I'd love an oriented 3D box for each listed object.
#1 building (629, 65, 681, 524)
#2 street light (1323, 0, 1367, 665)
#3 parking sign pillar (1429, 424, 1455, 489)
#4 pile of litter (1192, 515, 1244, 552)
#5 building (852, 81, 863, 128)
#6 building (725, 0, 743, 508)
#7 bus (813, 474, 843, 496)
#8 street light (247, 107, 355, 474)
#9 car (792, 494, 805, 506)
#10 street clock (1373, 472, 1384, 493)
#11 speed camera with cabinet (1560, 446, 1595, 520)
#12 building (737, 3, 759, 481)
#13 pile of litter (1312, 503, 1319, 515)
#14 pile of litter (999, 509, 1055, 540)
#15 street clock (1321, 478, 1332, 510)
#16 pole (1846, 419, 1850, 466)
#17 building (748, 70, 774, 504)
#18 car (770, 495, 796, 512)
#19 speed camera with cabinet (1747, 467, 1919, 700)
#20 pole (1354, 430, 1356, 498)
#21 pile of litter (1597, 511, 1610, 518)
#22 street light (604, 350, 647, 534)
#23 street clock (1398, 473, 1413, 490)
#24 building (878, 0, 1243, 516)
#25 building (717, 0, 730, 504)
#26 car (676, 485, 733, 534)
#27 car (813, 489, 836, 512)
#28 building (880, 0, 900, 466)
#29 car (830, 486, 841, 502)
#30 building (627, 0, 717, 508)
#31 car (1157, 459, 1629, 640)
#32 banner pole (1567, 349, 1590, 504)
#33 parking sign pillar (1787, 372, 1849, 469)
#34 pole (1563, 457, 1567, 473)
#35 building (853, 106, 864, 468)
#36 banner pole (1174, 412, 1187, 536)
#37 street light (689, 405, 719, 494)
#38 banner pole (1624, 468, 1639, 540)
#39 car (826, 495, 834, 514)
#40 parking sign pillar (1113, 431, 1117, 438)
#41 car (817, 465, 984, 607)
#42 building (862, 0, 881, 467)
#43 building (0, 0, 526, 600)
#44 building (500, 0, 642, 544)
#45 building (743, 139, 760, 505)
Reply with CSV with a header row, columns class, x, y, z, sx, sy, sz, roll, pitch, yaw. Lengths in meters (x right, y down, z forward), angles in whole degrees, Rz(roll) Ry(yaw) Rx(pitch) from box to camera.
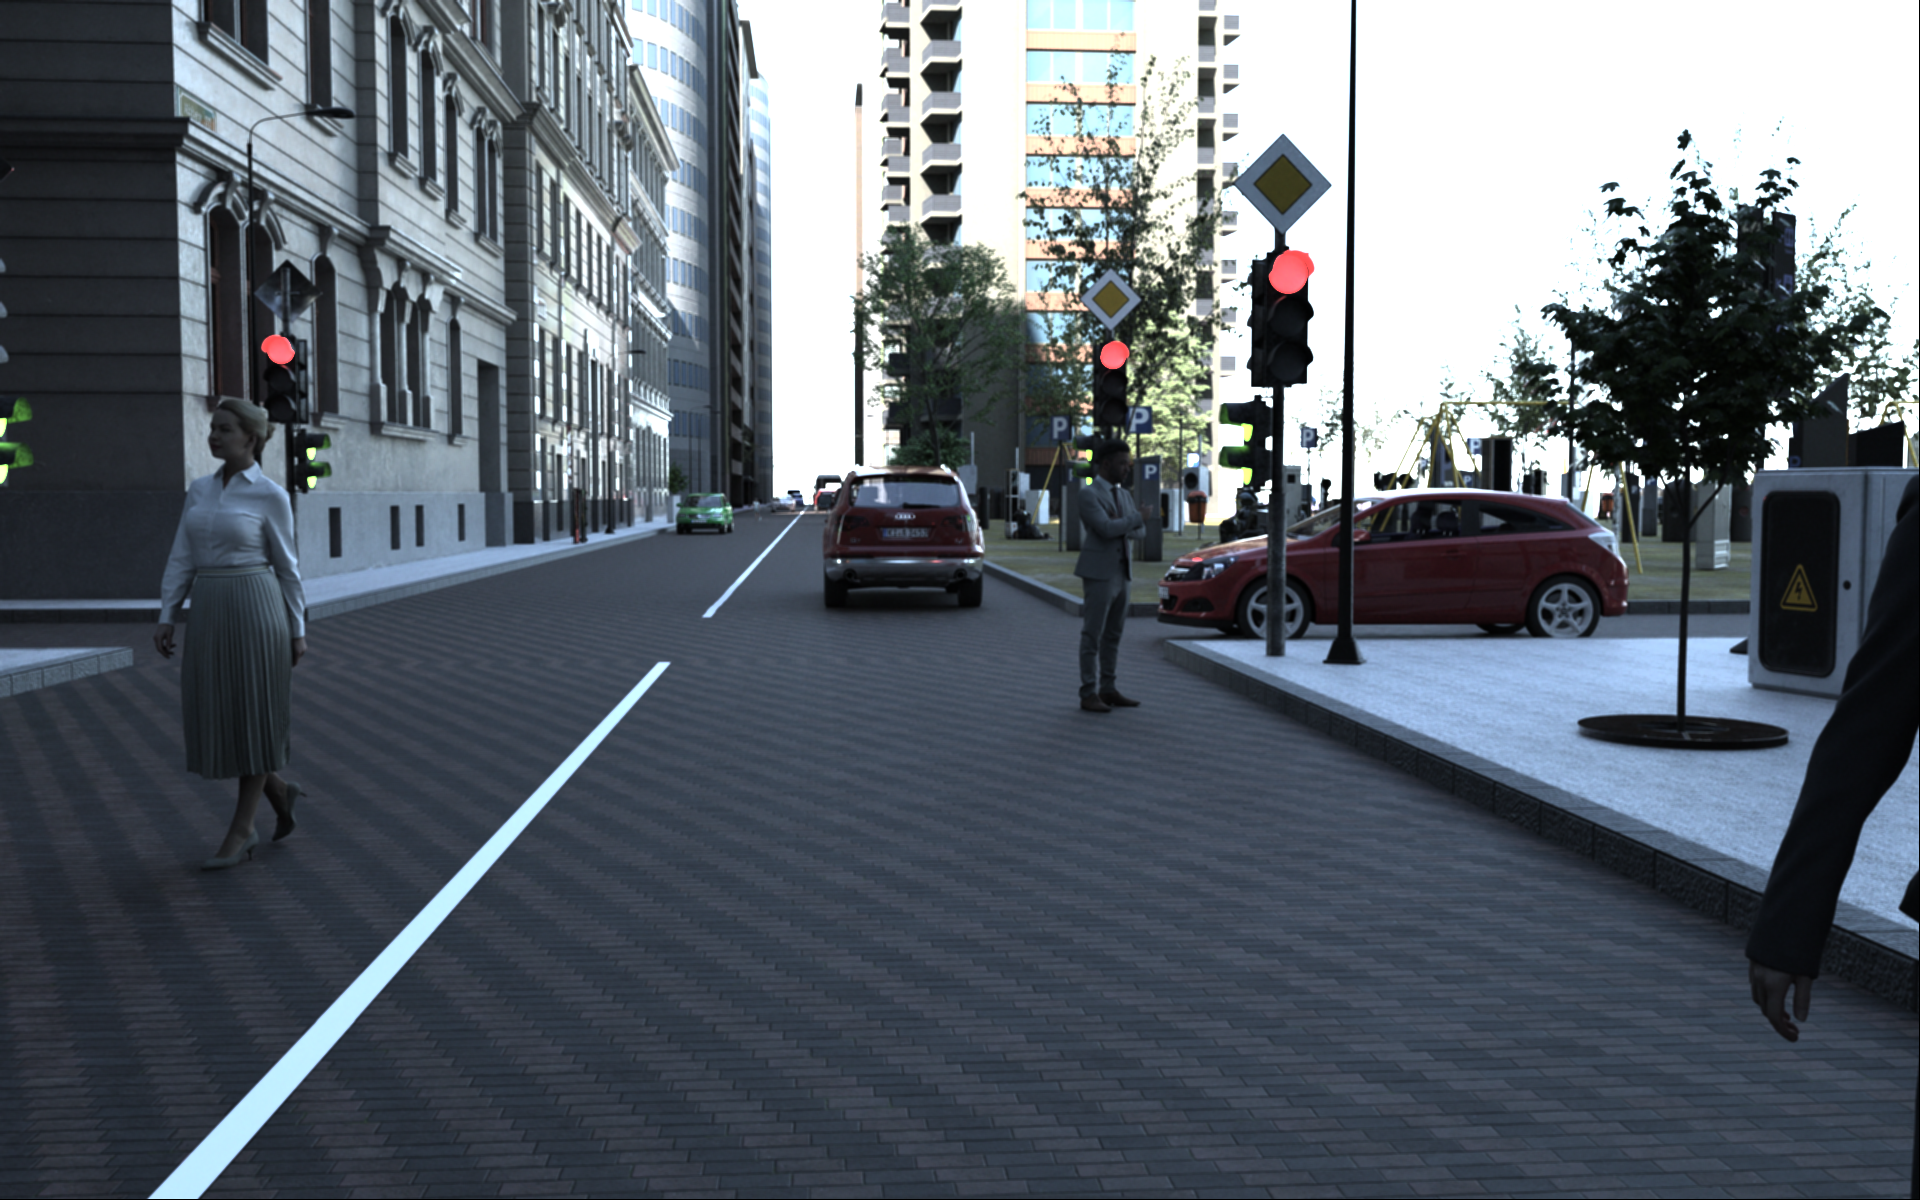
class,x,y,z,sx,sy,sz,roll,pitch,yaw
building,-19.237,-14.820,78.459,11.583,22.565,21.152,0,4,-5
street light,2.391,-2.473,12.973,1.470,5.913,1.316,0,4,-5
parking sign pillar,18.584,-4.787,66.735,1.447,3.967,1.447,3,5,44
pile of litter,5.269,-1.313,35.440,1.176,0.858,1.719,2,4,35
building,1.132,-38.475,218.307,28.713,52.752,27.495,0,4,-5
building,-29.938,-32.085,148.285,21.300,48.544,21.600,0,4,-5
bus,-12.514,-10.386,164.672,2.948,3.499,13.247,0,4,-5
street light,-7.959,-2.958,20.910,1.470,5.913,1.316,0,4,-5
car,-18.967,-11.744,201.604,1.945,1.707,3.694,0,4,-6
street clock,13.987,-3.260,57.875,0.358,2.002,0.471,3,4,36
speed camera with cabinet,25.614,-4.740,71.842,2.038,3.252,0.660,-3,5,-45
building,-36.854,-36.806,191.023,28.713,52.752,27.495,0,4,-5
pile of litter,20.489,-5.152,98.206,1.719,0.858,1.176,3,4,39
pile of litter,1.914,-2.154,49.184,1.176,0.858,1.719,-3,5,-39
street clock,16.790,-4.575,79.371,0.471,2.002,0.358,3,5,44
pole,23.934,-3.242,46.846,0.158,3.312,0.155,0,3,0
building,-36.164,-42.288,233.411,21.231,58.520,28.212,0,4,-5
car,-14.017,-7.644,137.339,2.083,1.381,4.827,0,4,-5
speed camera with cabinet,5.778,-0.991,10.534,0.660,3.252,2.038,-1,4,-17
pole,12.576,-3.772,55.523,0.158,3.312,0.155,0,3,0
pile of litter,34.324,-4.749,91.616,1.719,0.858,1.176,-3,5,-43
street light,-10.784,-5.095,55.840,1.470,5.913,1.316,0,4,-5
street clock,15.161,-3.331,59.026,0.471,2.002,0.358,0,4,-3
building,5.909,-28.106,114.154,22.147,44.769,28.867,0,4,-5
building,-24.960,-27.340,130.600,14.154,41.232,14.086,0,4,-5
car,-9.324,-3.339,63.391,1.959,1.807,4.718,0,4,-3
car,-10.479,-7.859,137.163,2.281,1.827,5.304,0,4,-6
building,0.710,-27.678,136.132,14.154,41.232,14.086,0,4,-5
car,-5.129,-4.502,82.283,2.281,1.827,5.304,0,4,-5
building,-26.481,-34.610,107.880,21.231,58.520,28.212,0,4,-5
car,4.172,-0.484,16.950,4.494,1.783,2.155,0,4,-3
banner pole,8.523,-2.072,23.894,0.401,3.779,0.863,3,5,42
parking sign pillar,18.900,-3.042,38.205,1.447,3.967,1.447,-1,4,-21
pole,33.440,-6.235,95.778,0.158,3.312,0.155,0,3,0
building,-5.060,-33.434,196.763,14.600,45.320,14.200,0,4,-5
banner pole,6.739,-3.841,52.813,0.401,3.779,0.863,0,4,4
street light,-13.587,-7.231,90.772,1.470,5.913,1.316,0,4,-5
banner pole,18.869,-3.594,48.779,0.401,3.779,0.863,0,4,-1
car,-7.970,-6.302,115.399,2.083,1.381,4.827,0,4,-5
parking sign pillar,6.141,-5.204,73.553,1.447,3.967,1.447,-3,4,-37
car,-0.819,-0.910,23.560,2.281,1.827,5.304,0,4,-3
building,1.652,-37.676,157.995,21.231,58.520,28.212,0,4,-5
building,-16.457,-14.891,30.865,14.401,28.519,23.554,0,4,-5
building,-17.539,-15.781,55.291,12.463,27.353,25.104,0,4,-5
building,-32.063,-34.419,212.867,14.600,45.320,14.200,0,4,-5
